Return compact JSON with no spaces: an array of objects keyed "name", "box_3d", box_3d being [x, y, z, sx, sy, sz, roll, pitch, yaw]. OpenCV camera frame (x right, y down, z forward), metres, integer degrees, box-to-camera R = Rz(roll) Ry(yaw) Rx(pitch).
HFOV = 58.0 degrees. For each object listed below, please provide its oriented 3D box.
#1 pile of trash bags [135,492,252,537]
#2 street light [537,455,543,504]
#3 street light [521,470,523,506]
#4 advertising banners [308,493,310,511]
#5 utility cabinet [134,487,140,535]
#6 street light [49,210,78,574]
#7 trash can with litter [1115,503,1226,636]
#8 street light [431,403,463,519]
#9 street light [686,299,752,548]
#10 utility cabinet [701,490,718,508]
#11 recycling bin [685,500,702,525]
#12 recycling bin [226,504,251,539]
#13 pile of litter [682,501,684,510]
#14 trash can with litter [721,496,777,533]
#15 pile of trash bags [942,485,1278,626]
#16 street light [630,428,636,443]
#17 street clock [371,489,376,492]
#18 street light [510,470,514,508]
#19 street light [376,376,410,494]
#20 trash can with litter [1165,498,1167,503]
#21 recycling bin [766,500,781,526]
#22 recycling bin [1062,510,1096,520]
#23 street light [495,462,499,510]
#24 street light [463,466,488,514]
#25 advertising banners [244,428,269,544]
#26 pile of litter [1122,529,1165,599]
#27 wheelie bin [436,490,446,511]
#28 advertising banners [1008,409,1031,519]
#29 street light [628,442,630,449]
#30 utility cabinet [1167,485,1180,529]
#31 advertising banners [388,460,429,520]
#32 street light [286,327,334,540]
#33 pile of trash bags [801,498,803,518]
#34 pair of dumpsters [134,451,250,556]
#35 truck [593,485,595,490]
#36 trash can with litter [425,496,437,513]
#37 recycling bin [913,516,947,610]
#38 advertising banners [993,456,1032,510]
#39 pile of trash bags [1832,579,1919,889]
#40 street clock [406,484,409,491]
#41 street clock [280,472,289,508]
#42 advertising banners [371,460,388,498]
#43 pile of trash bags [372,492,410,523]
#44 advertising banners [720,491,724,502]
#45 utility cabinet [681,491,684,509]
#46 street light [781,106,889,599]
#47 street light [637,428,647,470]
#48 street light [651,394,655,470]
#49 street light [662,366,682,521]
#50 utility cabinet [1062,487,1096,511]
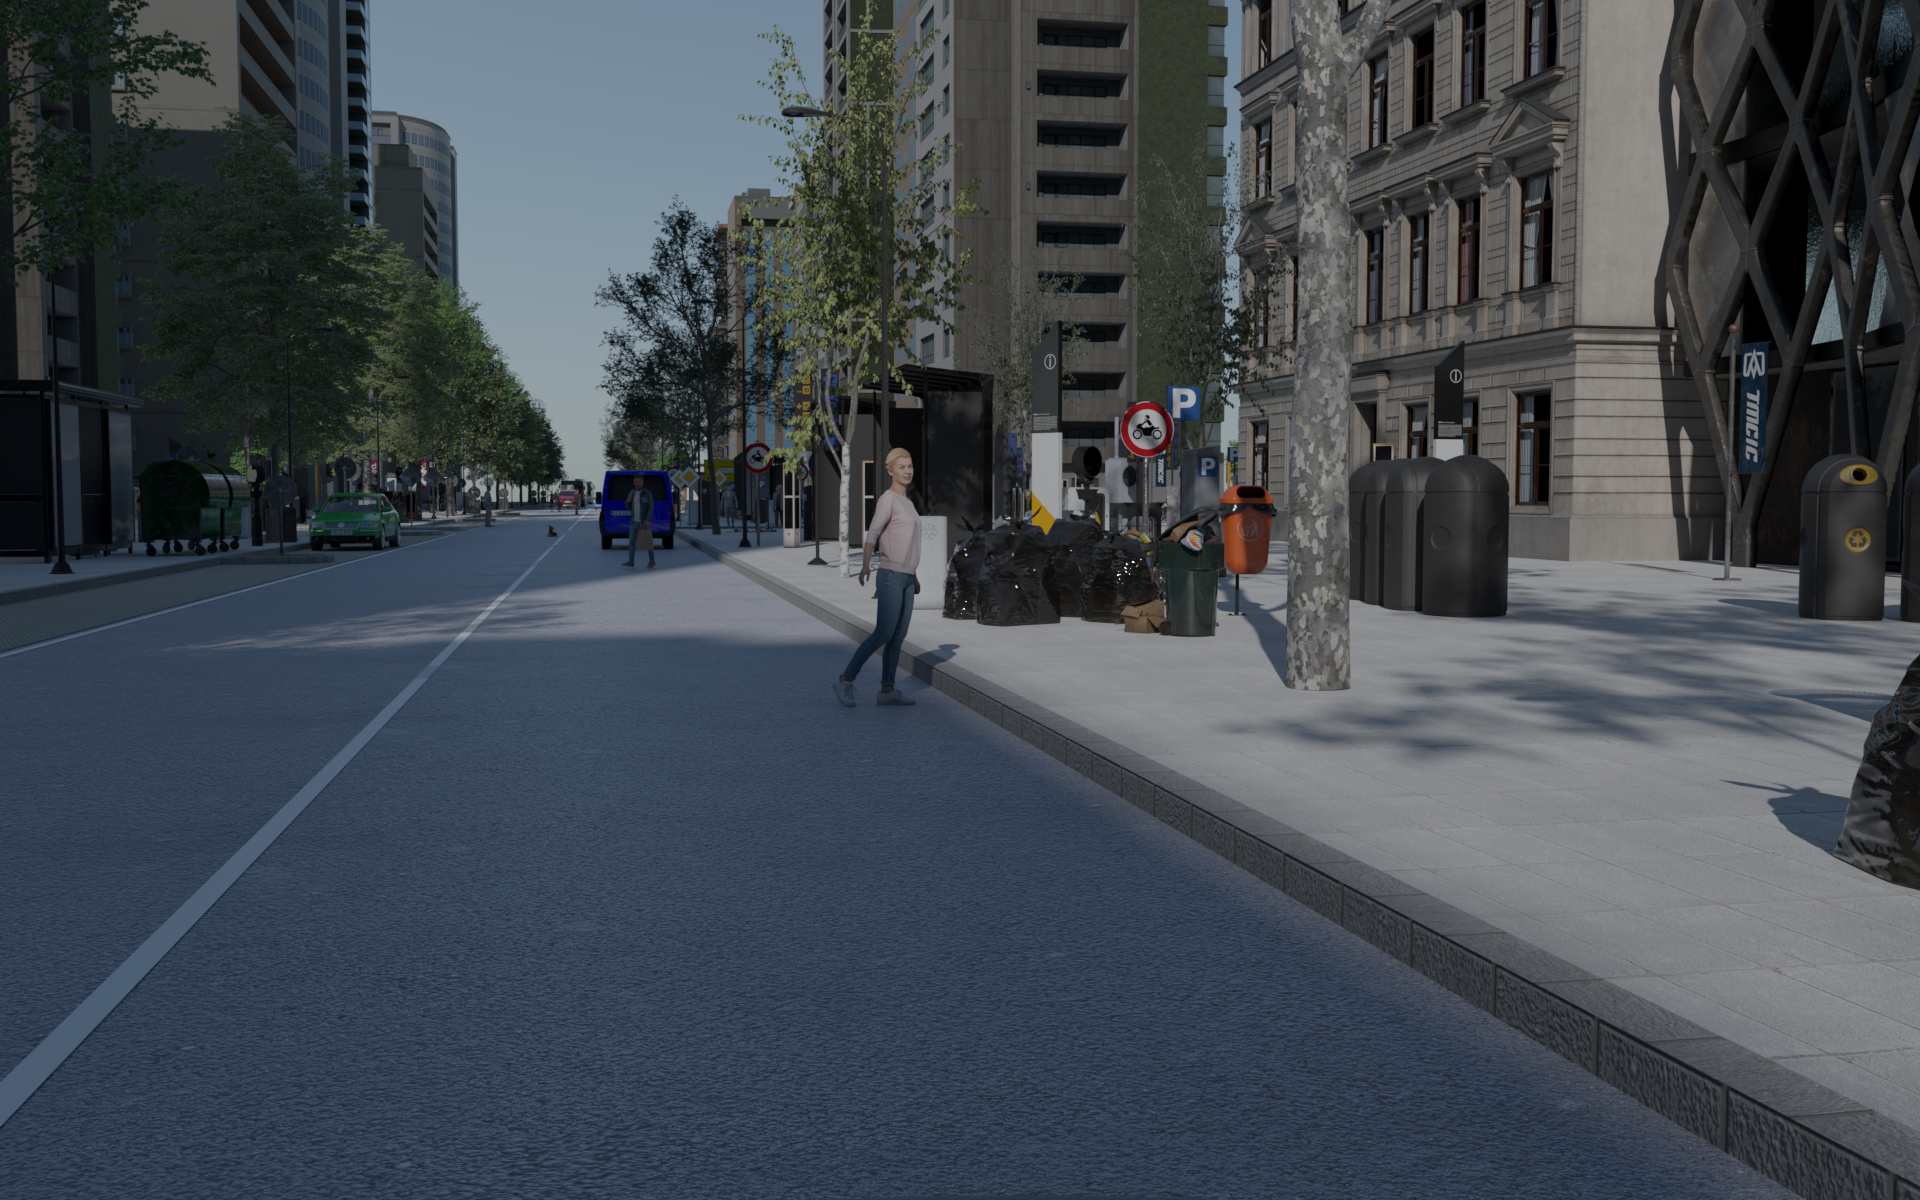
[{"name":"pile of trash bags","box_3d":[-22.901,-2.580,51.939,3.447,1.369,1.912,0,4,-8]},{"name":"street light","box_3d":[-49.998,-14.146,203.832,1.470,5.913,1.316,-1,4,-12]},{"name":"street light","box_3d":[-41.626,-11.645,162.944,1.470,5.913,1.316,-1,4,-12]},{"name":"advertising banners","box_3d":[-50.094,-8.212,130.459,2.074,3.025,0.090,-1,4,-16]},{"name":"utility cabinet","box_3d":[-25.338,-2.703,52.875,0.318,1.500,1.173,-1,4,-12]},{"name":"street light","box_3d":[-13.892,-3.376,27.738,1.470,5.913,1.316,-1,4,-12]},{"name":"trash can with litter","box_3d":[1.887,-0.270,15.808,1.055,1.170,0.624,3,5,42]},{"name":"street light","box_3d":[-26.451,-7.108,88.759,1.470,5.913,1.316,-1,4,-12]},{"name":"street light","box_3d":[-5.710,-4.213,41.432,1.470,5.913,1.316,-1,4,-12]},{"name":"utility cabinet","box_3d":[-14.852,-5.760,102.857,1.173,1.500,0.318,0,4,-3]},{"name":"recycling bin","box_3d":[-11.047,-3.651,72.242,0.722,1.027,0.722,-1,4,-17]},{"name":"recycling bin","box_3d":[-20.726,-2.263,49.555,0.722,1.027,0.722,-1,4,-14]},{"name":"pile of litter","box_3d":[-21.241,-7.441,135.619,1.719,0.858,1.176,3,4,38]},{"name":"trash can with litter","box_3d":[-7.054,-2.895,58.386,2.233,1.210,1.678,-3,5,-42]},{"name":"pile of trash bags","box_3d":[1.576,-0.494,17.824,3.447,1.369,1.912,-1,4,-9]},{"name":"street light","box_3d":[-22.308,-9.153,122.195,1.470,5.913,1.316,-1,4,-12]},{"name":"street clock","box_3d":[-36.167,-6.256,106.858,0.358,2.002,0.471,1,4,21]},{"name":"street light","box_3d":[-37.561,-10.390,142.416,1.470,5.913,1.316,-1,4,-12]},{"name":"street light","box_3d":[-22.229,-5.831,67.883,1.470,5.913,1.316,-1,4,-12]},{"name":"trash can with litter","box_3d":[7.718,-3.080,61.749,1.055,1.170,0.624,-3,5,-43]},{"name":"recycling bin","box_3d":[-7.460,-3.556,70.693,0.722,1.027,0.722,1,4,17]},{"name":"recycling bin","box_3d":[1.683,-0.874,26.838,0.722,1.027,0.722,0,4,-7]},{"name":"street light","box_3d":[-34.869,-9.616,129.760,1.470,5.913,1.316,-1,4,-12]},{"name":"street light","box_3d":[-30.769,-8.364,109.298,1.470,5.913,1.316,-1,4,-12]},{"name":"advertising banners","box_3d":[-18.483,-3.016,45.498,0.090,3.025,2.074,-3,4,-36]},{"name":"pile of litter","box_3d":[2.203,-0.462,21.511,1.719,0.858,1.176,2,4,28]},{"name":"wheelie bin","box_3d":[-38.285,-7.340,127.910,0.693,1.594,0.980,0,4,-4]},{"name":"advertising banners","box_3d":[1.187,-2.377,35.060,0.090,3.025,2.074,1,4,11]},{"name":"street light","box_3d":[-26.406,-10.409,142.725,1.470,5.913,1.316,-1,4,-12]},{"name":"utility cabinet","box_3d":[5.894,-2.179,44.313,1.173,1.500,0.318,2,4,25]},{"name":"advertising banners","box_3d":[-27.656,-5.562,87.134,2.074,3.025,0.090,1,4,9]},{"name":"street light","box_3d":[-18.087,-4.626,48.180,1.470,5.913,1.316,-1,4,-12]},{"name":"pile of trash bags","box_3d":[-7.245,-5.122,93.496,1.912,1.369,3.447,-2,4,-25]},{"name":"pair of dumpsters","box_3d":[-16.636,-2.147,37.603,1.574,2.255,4.437,-1,4,-11]},{"name":"truck","box_3d":[-63.075,-18.032,290.752,3.469,3.379,9.791,-1,4,-12]},{"name":"trash can with litter","box_3d":[-41.563,-7.616,135.907,0.624,1.170,1.055,0,4,2]},{"name":"recycling bin","box_3d":[-0.524,-0.426,19.515,0.722,1.027,0.722,0,4,-4]},{"name":"advertising banners","box_3d":[2.475,-5.082,79.271,2.074,3.025,0.090,2,4,25]},{"name":"pile of trash bags","box_3d":[4.827,0.258,5.528,3.447,1.369,1.912,-1,4,-8]},{"name":"street clock","box_3d":[-36.709,-6.772,115.295,0.358,2.002,0.471,-2,4,-26]},{"name":"street clock","box_3d":[-22.344,-3.215,57.130,0.471,2.002,0.358,2,4,34]},{"name":"advertising banners","box_3d":[-29.057,-5.630,88.231,2.074,3.025,0.090,-2,4,-25]},{"name":"pile of trash bags","box_3d":[-25.728,-4.103,76.833,1.912,1.369,3.447,-2,4,-32]},{"name":"advertising banners","box_3d":[-13.782,-6.646,104.846,2.074,3.025,0.090,-1,4,-22]},{"name":"utility cabinet","box_3d":[-22.354,-7.873,137.403,1.173,1.500,0.318,3,5,43]},{"name":"street light","box_3d":[-1.448,-2.964,21.003,1.470,5.913,1.316,-1,4,-12]},{"name":"street light","box_3d":[-17.947,-7.877,101.322,1.470,5.913,1.316,-1,4,-12]},{"name":"street light","box_3d":[-13.727,-6.627,80.885,1.470,5.913,1.316,-1,4,-12]},{"name":"street light","box_3d":[-9.880,-5.465,61.892,1.470,5.913,1.316,-1,4,-12]},{"name":"utility cabinet","box_3d":[3.937,-2.988,57.533,1.173,1.500,0.318,-2,4,-25]}]
